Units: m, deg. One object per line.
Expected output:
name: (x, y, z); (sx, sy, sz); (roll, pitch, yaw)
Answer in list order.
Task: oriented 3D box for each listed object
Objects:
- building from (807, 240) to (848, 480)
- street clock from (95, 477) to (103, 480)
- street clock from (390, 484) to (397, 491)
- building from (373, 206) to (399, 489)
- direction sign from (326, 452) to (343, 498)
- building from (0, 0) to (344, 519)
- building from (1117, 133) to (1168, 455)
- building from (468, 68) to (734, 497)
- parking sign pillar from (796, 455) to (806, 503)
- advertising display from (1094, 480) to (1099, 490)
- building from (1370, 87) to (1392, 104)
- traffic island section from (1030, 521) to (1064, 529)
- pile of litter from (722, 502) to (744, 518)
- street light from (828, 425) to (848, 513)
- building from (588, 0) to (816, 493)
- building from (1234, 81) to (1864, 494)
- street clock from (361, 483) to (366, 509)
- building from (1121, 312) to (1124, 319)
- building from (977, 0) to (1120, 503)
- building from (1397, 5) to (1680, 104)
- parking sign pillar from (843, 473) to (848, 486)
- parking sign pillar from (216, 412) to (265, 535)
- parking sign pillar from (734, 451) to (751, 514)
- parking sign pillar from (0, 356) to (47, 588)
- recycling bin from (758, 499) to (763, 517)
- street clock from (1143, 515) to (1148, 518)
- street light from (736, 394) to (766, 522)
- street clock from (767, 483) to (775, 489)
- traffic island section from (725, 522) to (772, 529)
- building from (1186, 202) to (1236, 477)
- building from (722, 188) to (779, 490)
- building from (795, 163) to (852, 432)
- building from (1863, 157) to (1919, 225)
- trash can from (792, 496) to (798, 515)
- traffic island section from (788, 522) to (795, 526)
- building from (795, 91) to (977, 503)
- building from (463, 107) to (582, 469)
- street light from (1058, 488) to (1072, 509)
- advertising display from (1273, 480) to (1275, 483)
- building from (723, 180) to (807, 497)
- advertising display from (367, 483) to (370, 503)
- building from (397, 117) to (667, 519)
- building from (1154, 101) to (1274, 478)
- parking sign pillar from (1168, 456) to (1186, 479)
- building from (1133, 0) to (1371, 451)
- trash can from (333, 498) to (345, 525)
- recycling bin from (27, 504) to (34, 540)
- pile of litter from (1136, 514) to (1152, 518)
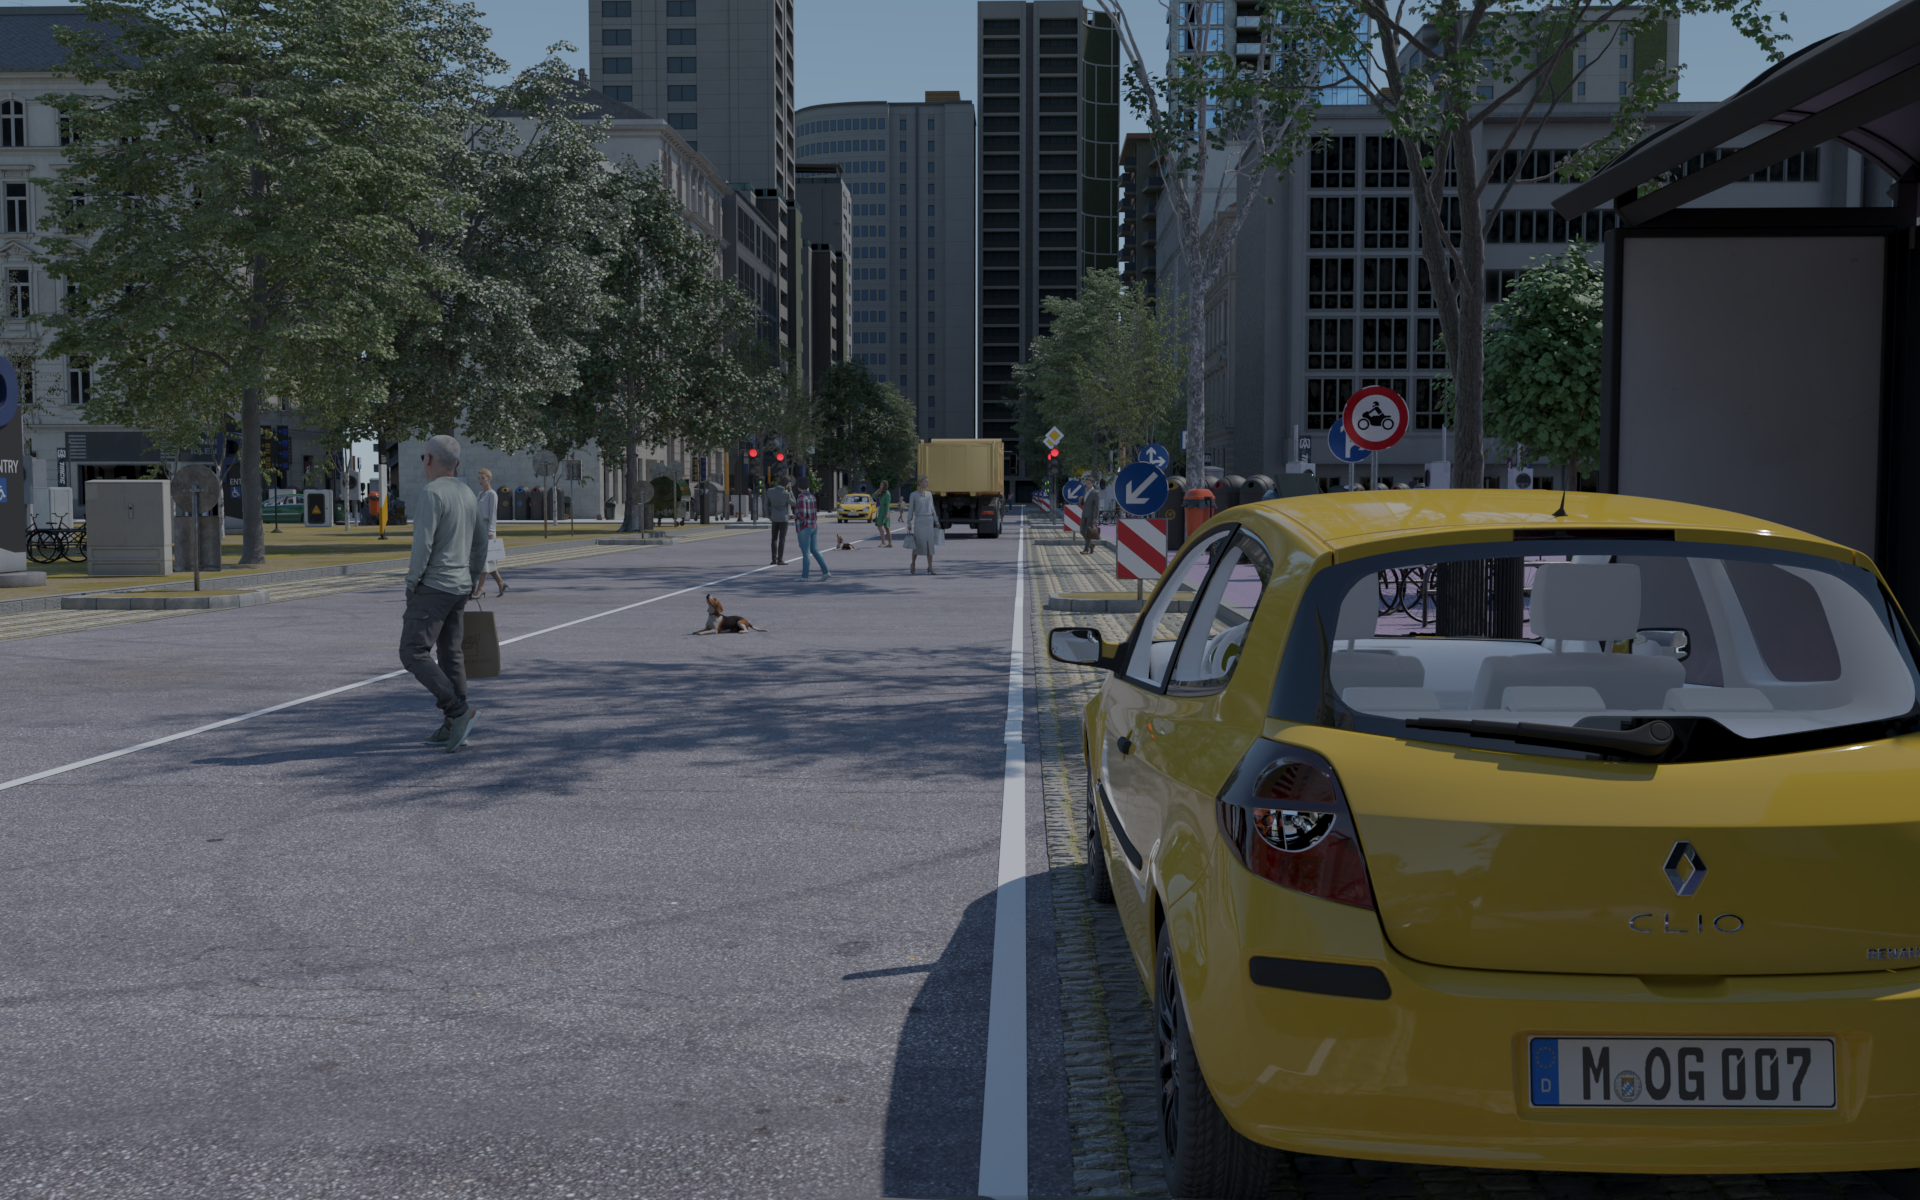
building: (-20.522, -26.071, 197.959); (14.160, 30.474, 14.107); (0, 4, 2)
street clock: (-36.322, -4.192, 73.107); (0.358, 2.002, 0.471); (-3, 4, -37)
street clock: (-40.043, -7.211, 122.466); (0.471, 2.002, 0.358); (-2, 4, -25)
building: (-64.567, -34.724, 217.843); (14.200, 45.320, 14.600); (0, 4, 2)
direction sign: (-33.469, -6.159, 92.701); (0.876, 3.537, 0.379); (0, 4, 2)
building: (-58.733, -19.568, 96.349); (44.131, 29.872, 17.030); (0, 4, 2)
building: (30.150, -33.785, 207.005); (22.147, 44.769, 28.867); (0, 4, 2)
building: (-23.973, -20.148, 116.813); (14.401, 28.519, 23.554); (0, 4, 2)
parking sign pillar: (-10.657, -7.896, 117.564); (1.447, 3.967, 1.447); (1, 4, 20)
advertising display: (6.412, -4.692, 81.936); (0.123, 1.923, 0.974); (-2, 4, -30)
building: (52.719, -43.567, 254.311); (28.212, 58.520, 21.231); (0, 4, 2)
traffic island section: (4.211, -3.506, 79.602); (2.009, 0.180, 2.903); (0, 4, 2)
pile of litter: (-12.250, -4.904, 94.149); (1.176, 0.858, 1.719); (3, 4, 37)
street light: (-8.278, -8.850, 117.233); (1.470, 5.913, 1.316); (0, 4, 2)
building: (-25.683, -45.340, 179.565); (20.563, 71.187, 20.611); (0, 4, 2)
building: (30.673, -16.772, 93.291); (30.058, 24.678, 14.314); (0, 4, 2)
street clock: (-37.697, -6.406, 109.306); (0.358, 2.002, 0.471); (0, 4, 2)
building: (30.634, -29.413, 252.603); (14.107, 30.474, 14.160); (0, 4, 2)
building: (13.041, -49.938, 254.740); (20.611, 71.187, 20.563); (0, 4, 2)
building: (68.659, -40.792, 208.947); (28.212, 58.520, 21.231); (0, 4, 2)
parking sign pillar: (-9.709, -9.846, 149.460); (1.447, 3.967, 1.447); (1, 4, 11)
parking sign pillar: (-22.660, -4.034, 54.427); (1.447, 3.967, 1.447); (1, 4, 12)
parking sign pillar: (-13.913, -7.439, 110.106); (1.447, 3.967, 1.447); (-2, 4, -30)
parking sign pillar: (-13.513, -2.171, 23.961); (1.447, 3.967, 1.447); (0, 4, -1)
recycling bin: (-10.678, -5.075, 95.531); (0.722, 1.027, 0.722); (-3, 5, -39)
street clock: (4.945, -2.563, 46.475); (0.358, 2.002, 0.471); (0, 4, 6)
street light: (-9.632, -6.564, 79.864); (1.470, 5.913, 1.316); (0, 4, 2)
street clock: (-11.950, -6.409, 109.363); (0.471, 2.002, 0.358); (-1, 4, -15)
traffic island section: (-8.561, -3.046, 72.079); (2.009, 0.180, 2.903); (0, 4, 2)
building: (21.535, -16.985, 113.861); (11.583, 22.565, 21.152); (0, 4, 2)
building: (-23.286, -21.227, 140.566); (14.314, 27.812, 24.014); (0, 4, 2)
building: (-20.781, -32.573, 216.170); (14.086, 41.232, 14.154); (0, 4, 2)
building: (55.573, -16.649, 90.226); (19.932, 24.808, 12.078); (0, 4, 2)
trash can: (-9.936, -5.746, 105.597); (0.748, 1.137, 0.748); (0, 3, 0)
traffic island section: (-8.272, -3.534, 80.058); (2.009, 0.180, 2.903); (0, 4, 2)
building: (-11.735, -43.700, 256.500); (28.212, 58.520, 21.231); (0, 4, 2)
building: (-61.430, -43.800, 258.121); (28.212, 58.520, 21.231); (0, 4, 2)
street light: (6.954, -8.791, 116.276); (1.470, 5.913, 1.316); (0, 4, 2)
advertising display: (14.824, -4.656, 81.343); (0.974, 1.923, 0.123); (0, 4, 1)
building: (-22.664, -23.943, 163.162); (14.160, 30.474, 14.107); (0, 4, 2)
advertising display: (-33.761, -5.763, 99.435); (0.123, 1.923, 0.974); (0, 4, 6)
building: (-23.292, -14.793, 96.615); (10.420, 20.320, 16.860); (0, 4, 2)
building: (22.230, -22.115, 139.065); (11.434, 29.767, 29.804); (0, 4, 2)
parking sign pillar: (13.424, -7.199, 106.174); (1.447, 3.967, 1.447); (-2, 4, -26)
building: (29.633, -52.774, 175.526); (22.319, 86.520, 31.000); (0, 4, 2)
trash can: (-25.467, -3.644, 71.230); (0.748, 1.137, 0.748); (0, 3, 0)
recycling bin: (-26.348, -2.235, 49.097); (0.722, 1.027, 0.722); (1, 4, 19)
pile of litter: (9.341, -4.737, 91.408); (1.719, 0.858, 1.176); (0, 4, 4)
